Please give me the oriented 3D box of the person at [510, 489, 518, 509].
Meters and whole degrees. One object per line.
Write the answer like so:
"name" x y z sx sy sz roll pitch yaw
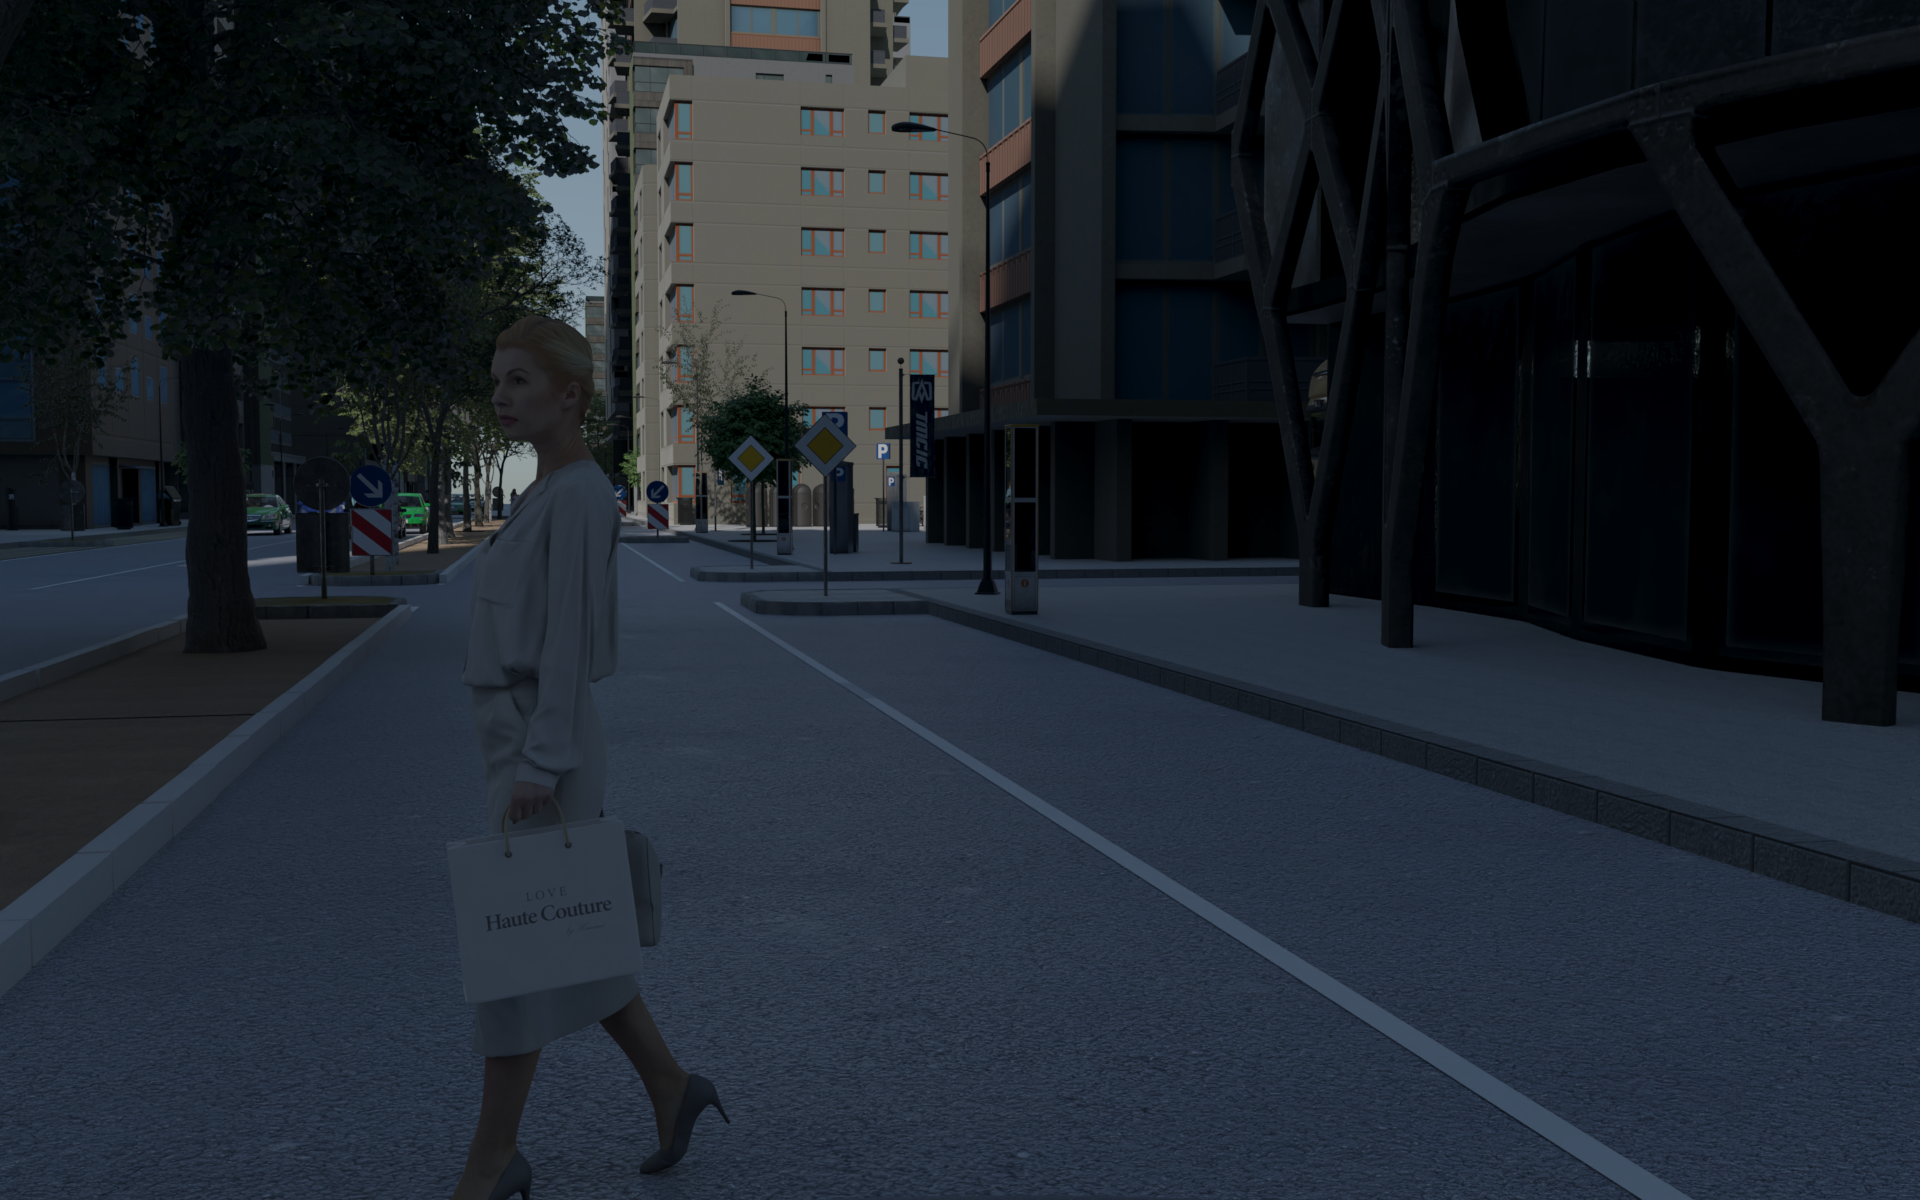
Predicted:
"person" -26.701 -5.787 103.779 0.621 1.740 0.551 1 4 20

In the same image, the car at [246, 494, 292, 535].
"car" -24.840 -3.033 61.390 2.131 1.459 4.920 -1 4 -14

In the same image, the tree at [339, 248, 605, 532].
"tree" -18.613 -9.302 64.911 12.009 13.543 11.850 0 3 0

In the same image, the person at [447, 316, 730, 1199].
"person" -0.772 0.331 3.443 0.624 1.780 0.694 -1 4 -10

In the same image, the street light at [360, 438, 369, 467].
"street light" -48.571 -10.365 142.009 1.470 5.913 1.316 -1 4 -13

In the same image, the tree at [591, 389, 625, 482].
"tree" -38.867 -16.416 186.521 7.486 12.596 7.792 0 3 0

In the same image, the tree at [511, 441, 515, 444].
"tree" -24.947 -8.488 91.598 4.737 8.622 4.395 0 3 0

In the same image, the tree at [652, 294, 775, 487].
"tree" -9.381 -6.990 64.644 4.360 8.622 3.978 0 3 0

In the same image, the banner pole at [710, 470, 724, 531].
"banner pole" -8.337 -4.265 59.749 0.401 3.779 0.863 -3 4 -37

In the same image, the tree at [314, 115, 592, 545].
"tree" -14.450 -7.796 48.042 7.486 12.596 7.792 0 3 0

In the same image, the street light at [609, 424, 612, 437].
"street light" -22.470 -8.686 114.555 1.470 5.913 1.316 -1 4 -13

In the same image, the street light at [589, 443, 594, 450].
"street light" -32.537 -11.240 156.312 1.470 5.913 1.316 -1 4 -13

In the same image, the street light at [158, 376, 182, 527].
"street light" -30.691 -5.826 67.800 1.470 5.913 1.316 -1 4 -13

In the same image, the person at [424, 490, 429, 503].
"person" -39.105 -7.181 126.699 0.721 1.735 1.217 -2 4 -26

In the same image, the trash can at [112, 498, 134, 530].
"trash can" -30.114 -3.102 62.368 0.748 1.137 0.748 0 3 0

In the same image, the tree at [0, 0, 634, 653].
"tree" -6.669 -6.493 15.268 9.857 13.997 8.962 0 3 0

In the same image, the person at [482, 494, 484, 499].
"person" -51.335 -10.678 186.352 0.557 1.426 1.065 0 4 -4

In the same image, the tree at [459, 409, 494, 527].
"tree" -21.411 -9.059 76.320 9.928 11.665 9.643 0 3 0

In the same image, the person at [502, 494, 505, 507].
"person" -52.529 -11.573 198.534 0.721 1.723 1.217 2 4 26

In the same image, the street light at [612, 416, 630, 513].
"street light" -19.671 -7.964 102.759 1.470 5.913 1.316 -1 4 -13

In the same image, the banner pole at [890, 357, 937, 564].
"banner pole" -0.855 -2.559 31.853 0.863 3.779 0.401 0 4 -8

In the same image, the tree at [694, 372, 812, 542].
"tree" -5.477 -3.855 46.742 4.285 4.588 4.351 0 3 0

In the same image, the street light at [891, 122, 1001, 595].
"street light" -0.175 -3.019 21.899 1.470 5.913 1.316 -1 4 -13

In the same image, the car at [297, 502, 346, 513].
"car" -27.481 -3.978 74.637 1.945 1.707 3.694 -1 4 -15

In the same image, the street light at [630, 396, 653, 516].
"street light" -14.711 -6.686 81.862 1.470 5.913 1.316 -1 4 -13

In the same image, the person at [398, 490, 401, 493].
"person" -41.877 -7.361 129.644 1.217 1.735 0.721 3 4 36

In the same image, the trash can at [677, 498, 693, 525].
"trash can" -11.364 -3.667 71.602 0.748 1.137 0.748 0 3 0

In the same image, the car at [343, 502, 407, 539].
"car" -19.049 -2.687 56.514 1.945 1.354 3.894 -1 4 -15

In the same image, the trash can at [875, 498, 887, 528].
"trash can" -2.895 -3.313 65.824 0.748 1.137 0.748 0 3 0

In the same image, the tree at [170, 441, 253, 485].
"tree" -34.259 -5.837 79.152 4.285 4.588 4.351 0 3 0

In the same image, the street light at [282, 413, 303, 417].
"street light" -38.495 -7.780 99.740 1.470 5.913 1.316 -1 4 -13

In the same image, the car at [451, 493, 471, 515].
"car" -30.338 -5.821 103.972 1.959 1.807 4.718 -1 4 -13

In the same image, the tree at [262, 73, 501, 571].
"tree" -9.956 -4.719 29.979 4.360 8.622 3.978 0 3 0

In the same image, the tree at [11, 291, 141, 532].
"tree" -30.326 -6.657 59.197 4.360 8.622 3.978 0 3 0

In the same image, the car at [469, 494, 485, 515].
"car" -34.450 -6.765 122.402 2.131 1.459 4.920 -1 4 -15

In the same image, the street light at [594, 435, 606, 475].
"street light" -27.580 -9.962 135.415 1.470 5.913 1.316 -1 4 -13

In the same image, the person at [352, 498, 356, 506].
"person" -22.779 -3.490 65.426 0.748 1.841 0.638 -3 5 -44

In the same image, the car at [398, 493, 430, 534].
"car" -20.281 -3.318 63.049 1.959 1.807 4.718 -1 4 -15

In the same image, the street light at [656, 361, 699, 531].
"street light" -9.704 -5.381 60.526 1.470 5.913 1.316 -1 4 -13

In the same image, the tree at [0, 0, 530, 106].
"tree" -4.323 -4.281 6.871 8.767 10.594 7.601 -1 4 -13

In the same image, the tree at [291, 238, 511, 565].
"tree" -11.394 -5.003 34.614 4.737 8.622 4.395 0 3 0

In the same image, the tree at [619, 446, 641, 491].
"tree" -19.092 -7.463 105.737 4.285 4.588 4.351 0 3 0

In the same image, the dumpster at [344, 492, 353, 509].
"dumpster" -40.174 -6.460 113.830 1.865 1.857 1.264 -1 4 -13

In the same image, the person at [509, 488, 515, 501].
"person" -31.087 -6.870 120.765 0.705 1.831 1.348 -3 4 -37

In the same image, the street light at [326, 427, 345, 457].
"street light" -43.489 -9.057 120.628 1.470 5.913 1.316 -1 4 -13

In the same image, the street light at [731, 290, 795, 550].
"street light" -4.515 -4.107 39.684 1.470 5.913 1.316 -1 4 -13

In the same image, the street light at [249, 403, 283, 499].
"street light" -35.740 -7.103 88.675 1.470 5.913 1.316 -1 4 -13
